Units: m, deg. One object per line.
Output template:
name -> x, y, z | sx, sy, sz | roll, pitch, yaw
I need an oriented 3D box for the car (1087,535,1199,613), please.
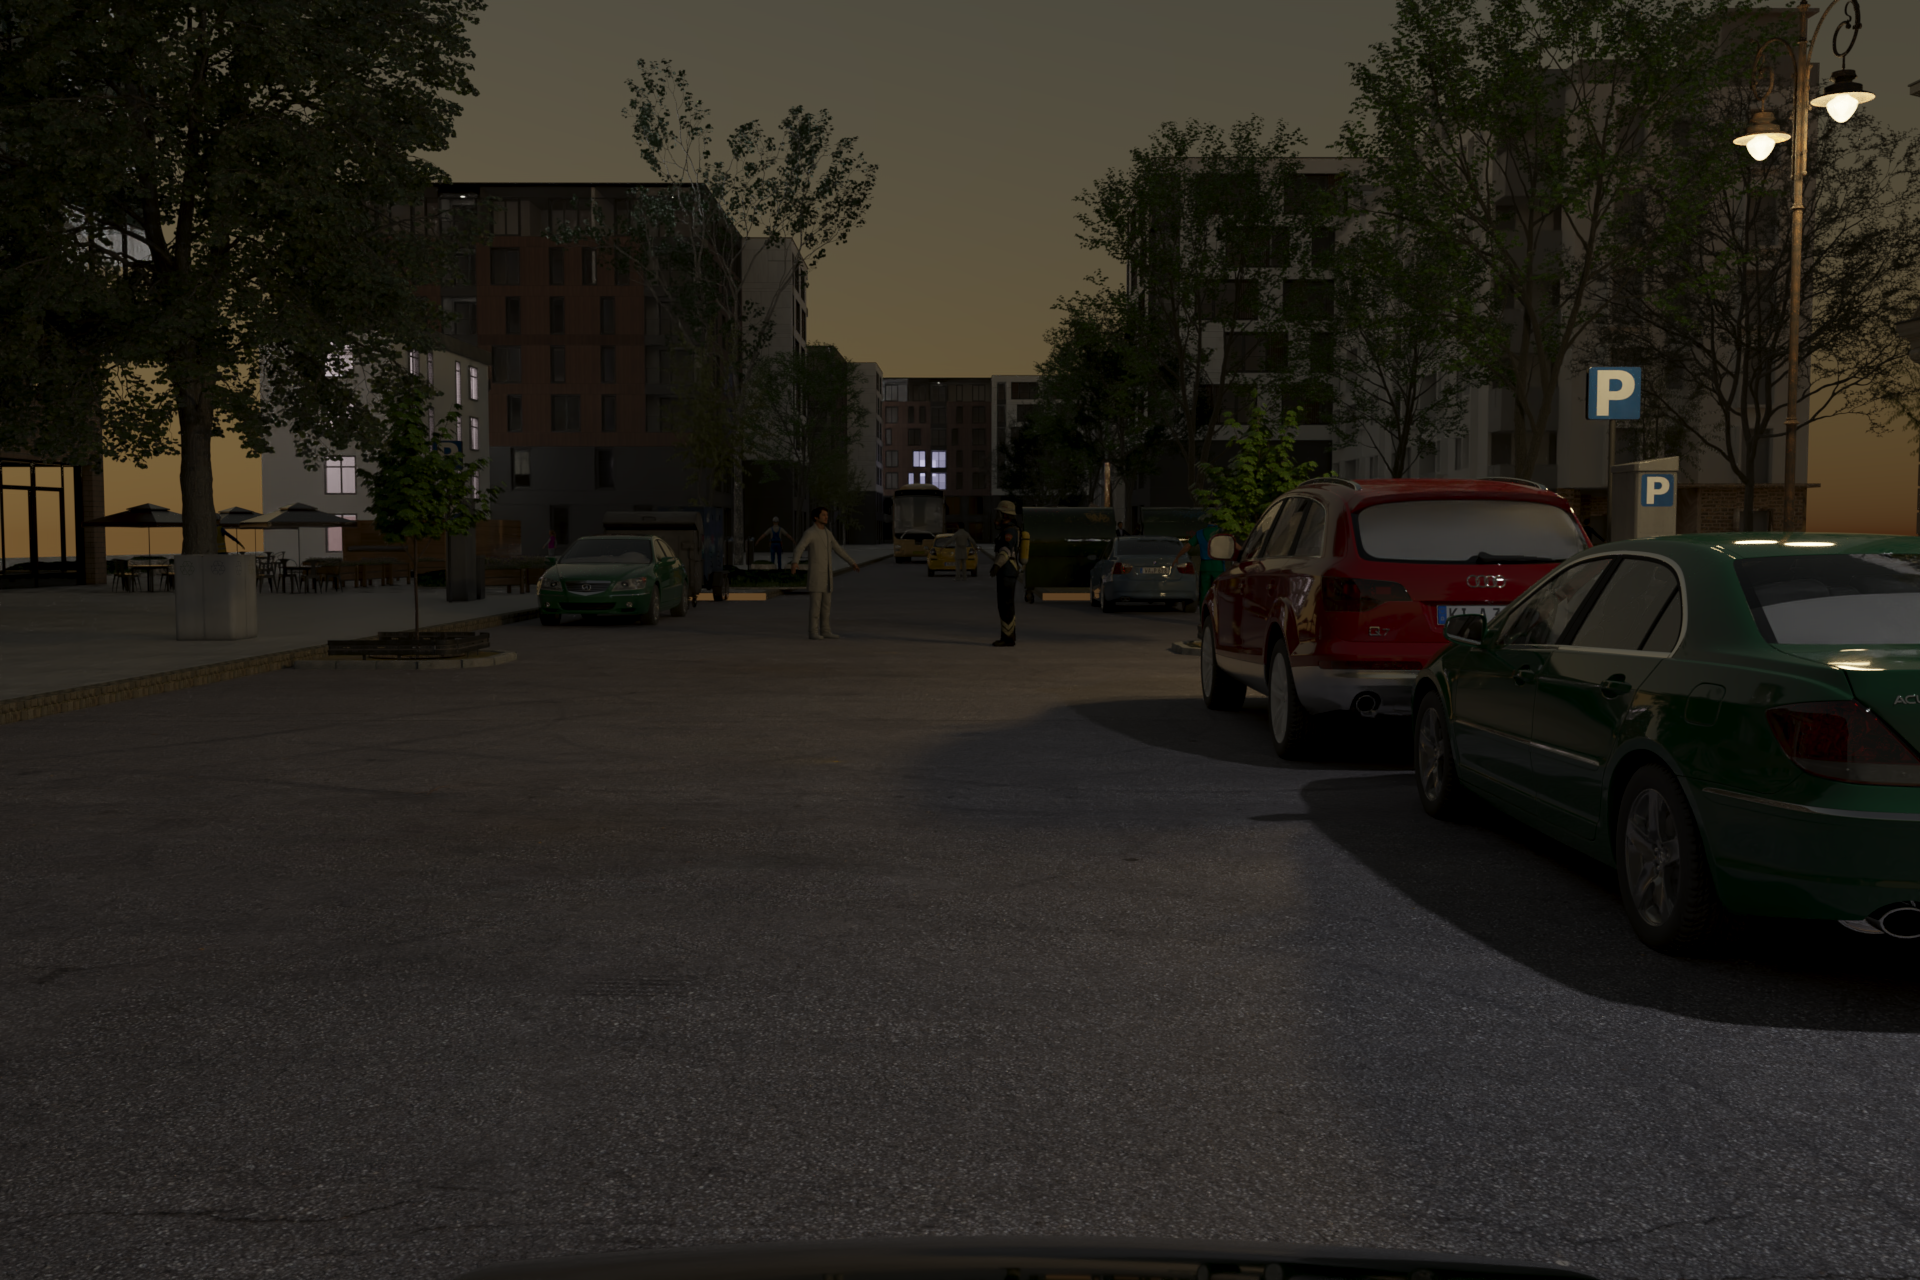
car -> 3.448, -1.273, 32.817 | 2.014, 1.417, 4.499 | 0, 3, 0

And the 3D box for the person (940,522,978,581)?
person -> 0.011, -2.726, 53.217 | 1.347, 1.806, 0.705 | -2, 4, -31

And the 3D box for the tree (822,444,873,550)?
tree -> -9.262, -11.558, 139.343 | 4.737, 8.622, 4.395 | 0, 3, 0

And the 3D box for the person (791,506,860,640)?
person -> -1.885, -0.917, 23.633 | 0.705, 1.806, 1.347 | 3, 4, 37

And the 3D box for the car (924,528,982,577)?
car -> -0.254, -3.011, 59.455 | 2.015, 1.641, 3.980 | 0, 3, 0

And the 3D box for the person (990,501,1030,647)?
person -> 0.565, -0.850, 22.138 | 0.705, 1.856, 1.354 | 0, 4, 7

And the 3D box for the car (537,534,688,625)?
car -> -5.665, -1.032, 28.665 | 2.131, 1.459, 4.920 | 0, 4, 0

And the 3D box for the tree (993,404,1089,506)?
tree -> 5.920, -11.590, 123.910 | 7.601, 10.594, 8.767 | 1, 4, 15

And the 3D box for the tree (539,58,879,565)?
tree -> -10.587, -13.165, 71.144 | 12.611, 20.169, 13.585 | 0, 3, 0

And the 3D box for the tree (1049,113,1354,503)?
tree -> 6.026, -7.214, 43.696 | 9.928, 11.665, 9.643 | 0, 3, 0

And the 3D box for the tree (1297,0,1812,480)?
tree -> 9.904, -6.364, 29.807 | 9.928, 11.665, 9.643 | 0, 3, 0

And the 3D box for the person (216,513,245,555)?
person -> -17.317, -2.082, 40.501 | 1.216, 1.772, 0.721 | 0, 4, 7

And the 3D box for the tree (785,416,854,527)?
tree -> -8.792, -9.656, 108.235 | 4.737, 8.622, 4.395 | 0, 3, 0

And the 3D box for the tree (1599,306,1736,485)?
tree -> 21.685, -6.408, 55.126 | 4.360, 8.622, 3.978 | 0, 3, 0

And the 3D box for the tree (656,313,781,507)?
tree -> -8.459, -6.635, 58.847 | 4.737, 8.622, 4.395 | 0, 3, 0

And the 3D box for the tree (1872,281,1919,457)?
tree -> 28.417, -6.155, 51.004 | 4.360, 8.622, 3.978 | 0, 3, 0

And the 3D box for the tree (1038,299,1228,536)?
tree -> 6.735, -8.081, 66.540 | 8.767, 10.594, 7.601 | 3, 5, 44

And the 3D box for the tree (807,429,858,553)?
tree -> -8.910, -10.343, 119.478 | 4.737, 8.622, 4.395 | 0, 3, 0

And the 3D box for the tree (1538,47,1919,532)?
tree -> 20.047, -8.168, 43.918 | 12.009, 13.543, 11.850 | 0, 3, 0

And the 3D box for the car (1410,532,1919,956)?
car -> 3.275, 0.274, 7.317 | 2.131, 1.459, 4.920 | 0, 3, 0

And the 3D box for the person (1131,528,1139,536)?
person -> 4.214, -1.999, 38.828 | 1.346, 1.812, 0.704 | -3, 5, -39

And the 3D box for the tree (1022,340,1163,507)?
tree -> 6.649, -9.896, 87.550 | 9.928, 11.665, 9.643 | 0, 3, 0

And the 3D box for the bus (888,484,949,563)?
bus -> -2.000, -5.895, 87.925 | 2.896, 3.916, 12.252 | 0, 4, 0

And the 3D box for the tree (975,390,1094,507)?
tree -> 6.547, -14.299, 144.156 | 12.009, 13.543, 11.850 | 0, 3, 0

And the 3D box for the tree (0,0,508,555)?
tree -> -11.999, -7.339, 26.645 | 9.857, 13.997, 8.962 | 0, 3, 0

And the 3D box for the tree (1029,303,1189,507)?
tree -> 6.704, -9.317, 78.087 | 9.928, 11.665, 9.643 | 0, 3, 0

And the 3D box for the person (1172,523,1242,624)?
person -> 3.936, -1.123, 26.951 | 1.347, 1.817, 0.704 | 1, 4, 21

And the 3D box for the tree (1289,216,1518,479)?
tree -> 14.217, -7.968, 56.036 | 9.928, 11.665, 9.643 | 0, 3, 0

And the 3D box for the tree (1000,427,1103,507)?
tree -> 6.909, -12.127, 132.681 | 8.767, 10.594, 7.601 | 1, 4, 13

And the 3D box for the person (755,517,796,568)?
person -> -6.049, -3.123, 56.916 | 1.347, 1.847, 0.705 | 0, 4, -8

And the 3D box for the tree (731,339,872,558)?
tree -> -8.394, -10.140, 91.545 | 9.928, 11.665, 9.643 | 0, 3, 0

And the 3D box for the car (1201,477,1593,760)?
car -> 3.026, -0.237, 12.541 | 2.281, 1.827, 5.304 | 0, 4, 0

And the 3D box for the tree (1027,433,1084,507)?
tree -> 6.050, -9.964, 113.268 | 4.360, 8.622, 3.978 | 0, 3, 0
